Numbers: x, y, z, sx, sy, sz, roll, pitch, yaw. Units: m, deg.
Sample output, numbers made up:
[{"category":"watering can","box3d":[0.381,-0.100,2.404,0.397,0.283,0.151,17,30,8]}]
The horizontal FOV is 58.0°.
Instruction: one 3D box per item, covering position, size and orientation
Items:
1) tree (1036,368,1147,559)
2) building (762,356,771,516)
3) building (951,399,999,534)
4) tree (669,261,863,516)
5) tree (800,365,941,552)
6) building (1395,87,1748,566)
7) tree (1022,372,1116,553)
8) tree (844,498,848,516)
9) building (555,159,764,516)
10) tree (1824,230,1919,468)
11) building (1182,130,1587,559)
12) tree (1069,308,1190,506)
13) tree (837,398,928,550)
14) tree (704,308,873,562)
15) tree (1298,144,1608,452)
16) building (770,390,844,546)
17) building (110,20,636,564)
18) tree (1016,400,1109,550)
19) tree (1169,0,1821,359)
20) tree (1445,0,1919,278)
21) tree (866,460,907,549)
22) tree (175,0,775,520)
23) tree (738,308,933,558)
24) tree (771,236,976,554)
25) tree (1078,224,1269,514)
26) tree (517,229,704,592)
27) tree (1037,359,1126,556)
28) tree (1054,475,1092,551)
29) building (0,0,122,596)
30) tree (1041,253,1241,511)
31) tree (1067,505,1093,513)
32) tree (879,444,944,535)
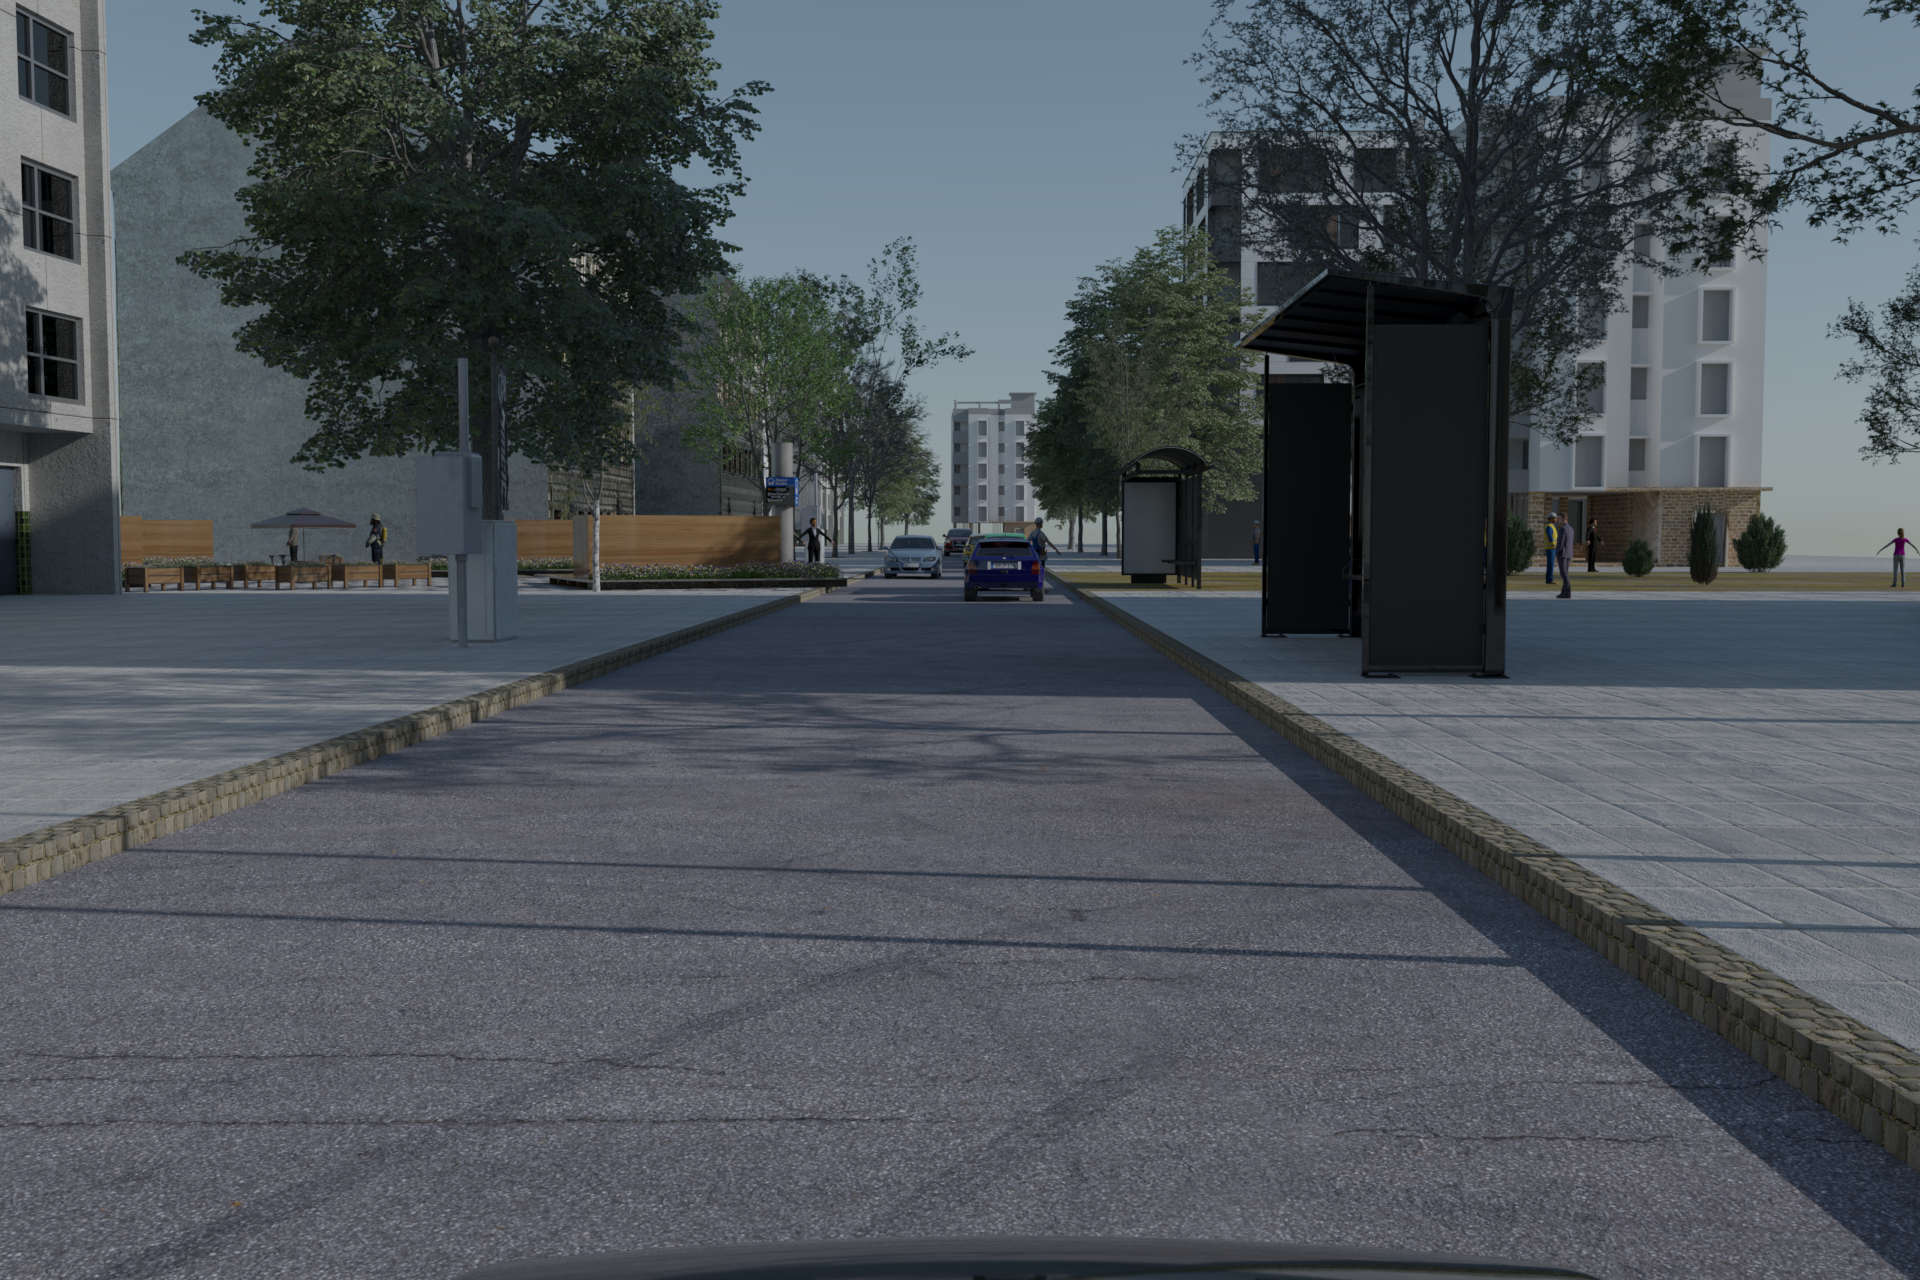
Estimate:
[{"category":"tree","box3d":[8.232,-9.468,89.216,8.767,10.594,7.601,0,4,-1]},{"category":"building","box3d":[-24.126,-18.627,160.965,16.016,20.090,11.380,0,4,1]},{"category":"building","box3d":[-0.899,-23.026,235.358,11.380,20.090,16.016,0,4,2]},{"category":"tree","box3d":[-7.396,-8.575,65.961,9.928,11.665,9.643,0,3,0]},{"category":"tree","box3d":[-6.579,-13.143,125.253,12.009,13.543,11.850,0,3,0]},{"category":"building","box3d":[25.312,-13.659,79.738,16.016,20.090,11.380,0,4,1]},{"category":"tree","box3d":[7.994,-12.333,119.775,7.486,12.596,7.792,0,3,0]},{"category":"tree","box3d":[-16.495,-17.232,232.100,4.737,8.622,4.395,0,3,0]},{"category":"building","box3d":[-23.064,-17.092,110.379,19.493,23.208,18.063,0,4,1]},{"category":"tree","box3d":[28.900,-7.015,49.114,8.767,10.594,7.601,-3,5,-41]},{"category":"building","box3d":[27.039,-15.916,104.194,27.936,21.610,32.646,0,4,1]},{"category":"tree","box3d":[5.261,-6.546,57.388,4.360,8.622,3.978,0,3,0]},{"category":"tree","box3d":[-6.180,-13.398,137.185,7.486,12.596,7.792,0,3,0]},{"category":"tree","box3d":[-7.836,-9.404,79.512,9.928,11.665,9.643,0,3,0]},{"category":"tree","box3d":[11.657,-6.518,40.988,7.601,10.594,8.767,2,4,25]},{"category":"building","box3d":[-22.776,-20.209,196.876,16.747,18.905,31.486,0,4,1]},{"category":"building","box3d":[-26.703,-15.405,82.805,19.493,23.208,18.063,0,4,1]},{"category":"tree","box3d":[9.198,-14.446,142.845,9.857,13.997,8.962,0,3,0]},{"category":"tree","box3d":[7.818,-7.164,27.508,12.009,13.543,11.850,0,3,0]},{"category":"tree","box3d":[7.423,-4.685,11.019,8.767,10.594,7.601,0,4,1]},{"category":"tree","box3d":[-7.016,-11.856,144.214,4.360,8.622,3.978,0,3,0]},{"category":"tree","box3d":[-7.948,-7.466,28.728,9.857,13.997,8.962,0,3,0]},{"category":"tree","box3d":[-6.632,-11.197,93.444,12.009,13.543,11.850,0,3,0]},{"category":"tree","box3d":[-5.730,-15.519,109.621,12.611,20.169,13.585,0,3,0]},{"category":"tree","box3d":[7.850,-8.944,64.363,7.486,12.596,7.792,0,3,0]},{"category":"tree","box3d":[-8.204,-5.364,38.071,4.360,8.622,3.978,0,3,0]},{"category":"tree","box3d":[8.451,-11.327,103.328,7.486,12.596,7.792,0,3,0]},{"category":"tree","box3d":[8.782,-11.191,133.329,4.737,8.622,4.395,0,3,0]},{"category":"building","box3d":[-26.763,-9.449,20.957,16.747,18.905,31.486,0,4,2]},{"category":"tree","box3d":[8.542,-10.529,78.797,9.857,13.997,8.962,0,3,0]},{"category":"tree","box3d":[15.364,-18.998,236.373,9.928,11.665,9.643,0,3,0]},{"category":"tree","box3d":[-7.011,-19.754,229.628,9.857,13.997,8.962,0,3,0]}]
